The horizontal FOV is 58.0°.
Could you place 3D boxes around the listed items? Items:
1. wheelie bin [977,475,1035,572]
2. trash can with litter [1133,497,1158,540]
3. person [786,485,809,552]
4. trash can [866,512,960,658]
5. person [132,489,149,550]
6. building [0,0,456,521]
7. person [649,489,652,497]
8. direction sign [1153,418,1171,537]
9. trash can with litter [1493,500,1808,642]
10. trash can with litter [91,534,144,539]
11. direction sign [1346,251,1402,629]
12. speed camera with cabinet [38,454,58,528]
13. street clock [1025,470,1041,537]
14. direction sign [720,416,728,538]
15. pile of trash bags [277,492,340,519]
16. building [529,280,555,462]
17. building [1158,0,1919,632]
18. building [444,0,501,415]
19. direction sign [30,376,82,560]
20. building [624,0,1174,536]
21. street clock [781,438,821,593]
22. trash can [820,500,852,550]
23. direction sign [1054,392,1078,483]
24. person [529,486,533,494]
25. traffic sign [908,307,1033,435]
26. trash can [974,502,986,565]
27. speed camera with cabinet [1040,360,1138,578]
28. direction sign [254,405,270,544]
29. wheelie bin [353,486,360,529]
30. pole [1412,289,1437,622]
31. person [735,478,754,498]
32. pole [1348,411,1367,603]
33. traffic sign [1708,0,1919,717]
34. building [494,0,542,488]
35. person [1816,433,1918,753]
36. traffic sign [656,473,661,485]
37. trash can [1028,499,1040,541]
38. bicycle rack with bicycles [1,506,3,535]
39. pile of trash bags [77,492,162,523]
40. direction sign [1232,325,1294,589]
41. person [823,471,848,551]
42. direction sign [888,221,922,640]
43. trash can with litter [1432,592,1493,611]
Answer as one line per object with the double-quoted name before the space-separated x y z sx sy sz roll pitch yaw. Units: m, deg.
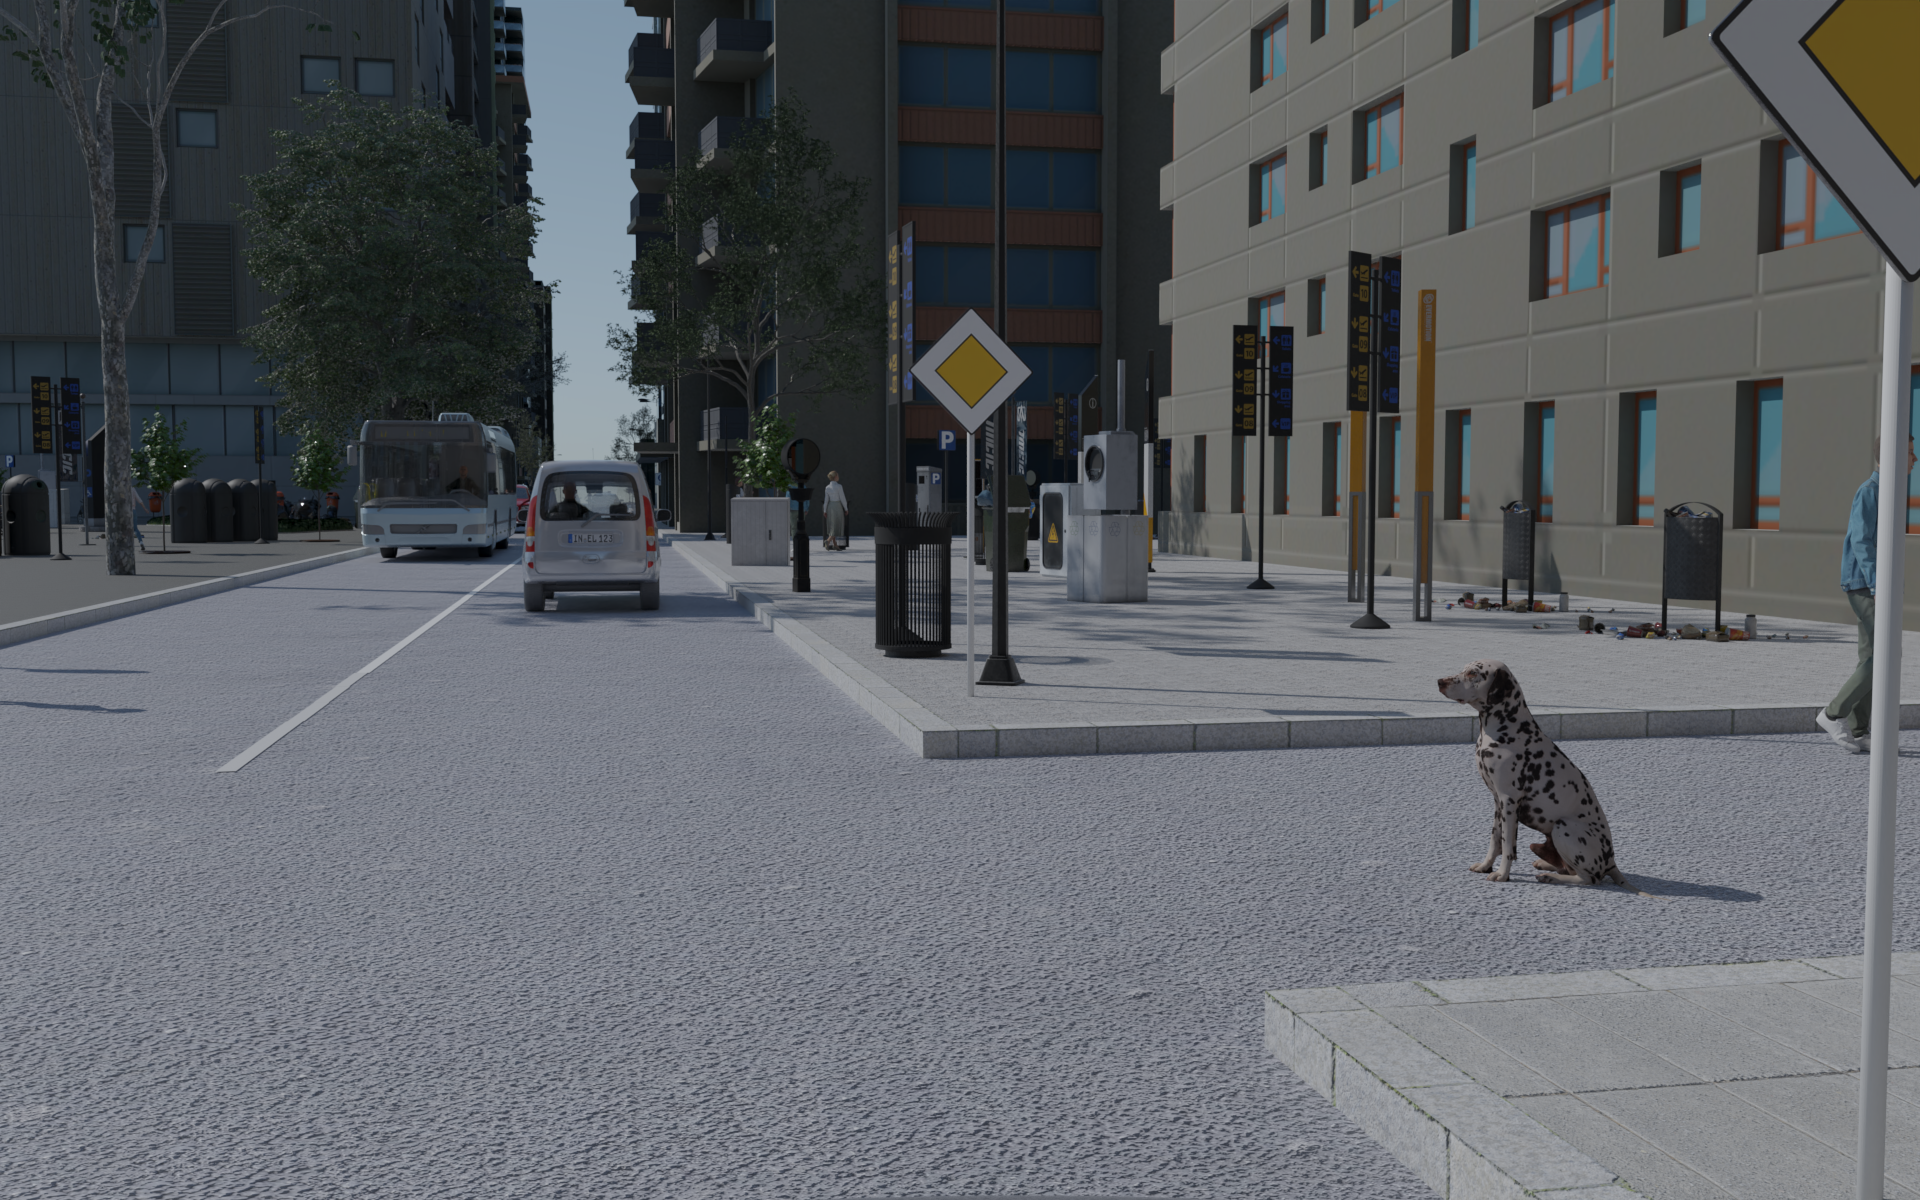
"wheelie bin" 0.730 -1.267 28.631 0.980 1.594 0.693 -1 4 -20
"trash can with litter" 5.574 -2.330 49.155 2.233 1.210 1.678 -1 4 -17
"person" -3.614 -1.965 38.515 0.601 1.785 0.444 -1 4 -23
"trash can" -0.371 -0.127 13.737 0.748 1.137 0.748 0 3 0
"person" -18.784 -1.999 39.395 0.598 1.740 0.731 2 4 29
"building" -41.805 -30.769 92.319 28.713 52.752 27.495 -1 4 -11
"person" -26.844 -8.679 148.742 0.742 1.727 0.445 -1 4 -21
"direction sign" 6.069 -3.671 52.019 0.379 3.537 0.876 3 5 42
"trash can with litter" 6.361 -0.290 15.802 1.678 1.210 2.233 -3 4 -39
"trash can with litter" -24.627 -2.410 50.466 1.678 1.210 2.233 1 4 9
"direction sign" 3.933 -1.499 16.500 0.876 3.537 0.379 -3 5 -44
"speed camera with cabinet" -34.411 -4.345 65.372 0.660 3.252 2.038 -2 4 -28
"street clock" 2.181 -2.907 52.095 0.471 2.002 0.358 3 5 44
"direction sign" -6.836 -3.591 50.705 0.379 3.537 0.876 -1 4 -9
"pile of trash bags" -30.120 -4.293 79.940 3.447 1.369 1.912 1 4 17
"building" -61.367 -28.021 229.842 14.160 30.474 14.107 -1 4 -11
"building" 21.290 -11.137 27.123 28.899 21.520 27.650 -1 4 -11
"building" -38.359 -26.386 115.008 14.154 41.232 14.086 -1 4 -11
"direction sign" -17.491 -2.544 33.586 0.379 3.537 0.876 3 5 44
"building" -1.449 -25.145 65.747 22.147 44.769 28.867 -1 4 -11
"street clock" -2.076 -1.104 22.619 0.471 2.002 0.358 -2 4 -27
"trash can" -2.850 -1.722 39.806 0.748 1.137 0.748 0 3 0
"direction sign" 2.374 -2.867 38.873 0.379 3.537 0.876 3 5 40
"person" -18.281 -3.971 73.775 0.721 1.781 0.623 2 4 30
"traffic sign" 0.091 -0.531 10.875 0.795 2.593 0.064 -1 4 -11
"trash can" 0.504 -1.208 31.397 0.748 1.137 0.748 0 3 0
"speed camera with cabinet" 1.916 -1.945 26.144 0.660 3.252 2.038 -2 4 -25
"direction sign" -18.019 -3.217 44.597 0.379 3.537 0.876 -1 4 -9
"wheelie bin" -22.062 -3.448 64.275 0.980 1.594 0.693 2 4 28
"pole" 4.666 -1.440 17.392 0.158 3.312 0.155 0 3 0
"person" -6.237 -2.633 49.655 0.524 1.755 0.480 -3 4 -38
"pole" 4.695 -1.626 20.424 0.158 3.312 0.155 0 3 0
"traffic sign" 1.673 -0.052 3.048 0.795 2.593 0.064 -1 4 -11
"building" -61.288 -54.562 204.765 22.319 86.520 31.000 -1 4 -11
"person" 5.010 -0.044 9.560 0.444 1.785 0.601 3 5 42
"traffic sign" -14.318 -4.957 83.175 0.606 2.300 0.079 0 4 -2
"trash can" 1.953 -2.221 47.971 0.748 1.137 0.748 0 3 0
"bicycle rack with bicycles" -30.097 -2.459 53.580 2.852 0.926 2.925 3 4 36
"pile of trash bags" -37.239 -4.110 76.956 3.447 1.369 1.912 -3 5 -43
"direction sign" 4.074 -1.918 23.358 0.876 3.537 0.379 -1 4 -15
"person" -2.842 -1.993 38.855 0.478 1.798 0.641 3 5 42
"direction sign" -0.500 -1.399 14.868 0.379 3.537 0.876 -1 4 -16
"trash can with litter" 6.162 -0.518 19.525 1.678 1.210 2.233 -1 4 -16
